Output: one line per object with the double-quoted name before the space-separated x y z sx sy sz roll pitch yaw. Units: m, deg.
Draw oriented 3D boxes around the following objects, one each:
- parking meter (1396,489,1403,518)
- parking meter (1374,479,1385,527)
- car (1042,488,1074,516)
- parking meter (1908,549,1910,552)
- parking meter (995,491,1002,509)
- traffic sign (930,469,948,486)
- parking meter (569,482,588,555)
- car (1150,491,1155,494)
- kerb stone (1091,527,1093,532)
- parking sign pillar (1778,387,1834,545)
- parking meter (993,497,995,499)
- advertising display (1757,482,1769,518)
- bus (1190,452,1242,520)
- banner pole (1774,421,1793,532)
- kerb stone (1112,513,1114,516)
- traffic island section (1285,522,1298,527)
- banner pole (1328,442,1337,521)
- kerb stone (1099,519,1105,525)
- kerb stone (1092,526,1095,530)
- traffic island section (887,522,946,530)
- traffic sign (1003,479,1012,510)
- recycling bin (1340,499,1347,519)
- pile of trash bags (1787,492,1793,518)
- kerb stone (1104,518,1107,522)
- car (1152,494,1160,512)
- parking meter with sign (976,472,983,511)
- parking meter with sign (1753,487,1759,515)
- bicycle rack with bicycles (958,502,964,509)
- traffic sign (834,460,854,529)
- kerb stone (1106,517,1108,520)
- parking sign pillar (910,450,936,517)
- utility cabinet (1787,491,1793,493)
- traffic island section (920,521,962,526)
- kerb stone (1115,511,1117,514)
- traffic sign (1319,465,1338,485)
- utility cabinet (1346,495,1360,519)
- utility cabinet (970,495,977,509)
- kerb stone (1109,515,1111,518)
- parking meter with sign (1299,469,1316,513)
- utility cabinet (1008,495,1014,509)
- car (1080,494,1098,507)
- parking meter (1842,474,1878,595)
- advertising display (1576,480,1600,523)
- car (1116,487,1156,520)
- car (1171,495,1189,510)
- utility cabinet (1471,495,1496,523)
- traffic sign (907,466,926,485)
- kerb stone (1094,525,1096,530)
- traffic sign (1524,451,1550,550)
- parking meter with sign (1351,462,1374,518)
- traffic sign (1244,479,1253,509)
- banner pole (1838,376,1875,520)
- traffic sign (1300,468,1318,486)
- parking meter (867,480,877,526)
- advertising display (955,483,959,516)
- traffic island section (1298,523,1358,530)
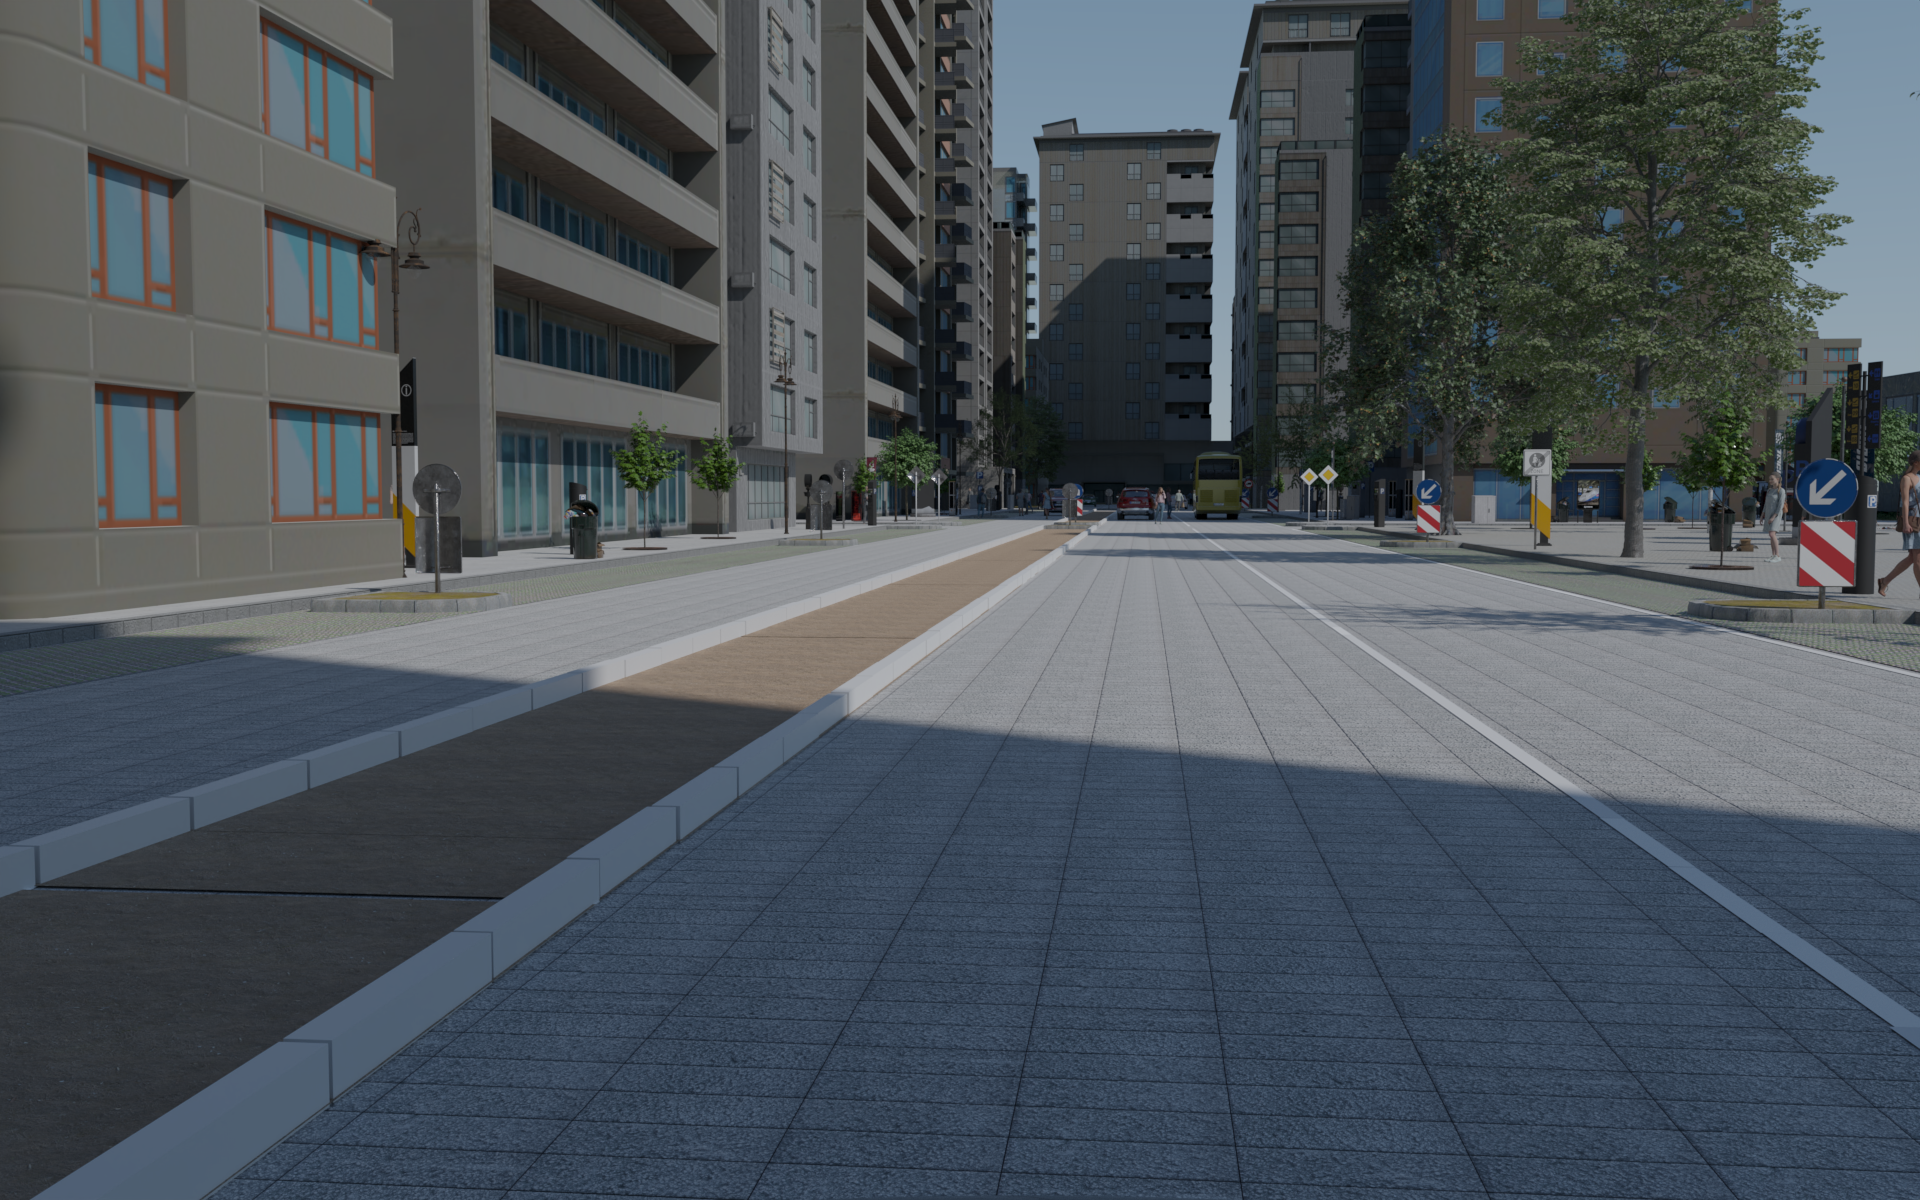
"parking meter" 23.240 -5.088 91.606 0.372 1.533 0.369 0 3 0
"parking meter" 16.187 -3.739 66.838 0.399 1.863 0.255 -2 4 -31
"car" 6.599 -6.497 114.897 2.281 1.827 5.304 0 4 4
"parking meter" 21.031 -1.809 37.991 0.372 1.533 0.369 0 3 0
"parking meter" 3.346 -8.422 146.108 0.372 1.533 0.369 0 3 0
"traffic sign" -0.979 -4.709 79.177 0.795 2.593 0.064 0 4 6
"parking meter" -8.091 -1.732 36.721 0.372 1.533 0.369 0 3 0
"car" 22.201 -11.976 204.474 2.281 1.827 5.304 0 4 6
"kerb stone" 4.643 -2.475 62.663 0.120 0.150 1.000 0 4 6
"parking sign pillar" 21.436 -3.369 43.556 1.447 3.967 1.447 -3 5 -43
"parking meter" 3.099 -8.931 154.429 0.372 1.533 0.369 0 3 0
"advertising display" 42.928 -5.349 92.670 0.974 1.923 0.123 -3 4 -37
"bus" 14.819 -6.649 100.253 2.896 3.916 12.252 0 4 7
"banner pole" 28.038 -4.226 59.106 0.863 3.779 0.401 -2 4 -28
"kerb stone" 9.009 -5.001 103.964 0.120 0.150 1.000 0 4 6
"traffic island section" 15.646 -3.377 77.490 2.009 0.180 2.903 0 4 6
"banner pole" 17.850 -5.688 83.013 0.401 3.779 0.863 1 4 20
"kerb stone" 6.535 -3.568 80.527 0.120 0.150 1.000 0 4 6
"kerb stone" 4.866 -2.599 64.696 0.120 0.150 1.000 0 4 6
"traffic island section" -1.841 -2.998 71.305 2.009 0.180 2.903 0 4 6
"traffic sign" 3.898 -8.660 141.699 0.768 2.556 0.104 1 4 12
"recycling bin" 20.309 -4.771 90.557 0.722 1.027 0.722 0 4 -2
"pile of trash bags" 50.664 -5.712 103.136 1.912 1.369 3.447 0 4 -6
"kerb stone" 6.974 -3.816 84.613 0.120 0.150 1.000 0 4 6
"car" 15.677 -7.925 141.581 2.014 1.417 4.499 0 4 8
"parking meter with sign" 1.537 -8.418 133.898 0.543 3.016 1.738 0 3 0
"parking meter with sign" 49.530 -6.796 107.380 0.543 3.016 1.738 -2 4 -24
"bicycle rack with bicycles" -1.335 -8.539 153.001 2.852 0.926 2.925 -2 4 -32
"traffic sign" -4.300 -3.904 63.935 0.768 2.556 0.104 1 4 11
"kerb stone" 7.285 -4.004 87.666 0.120 0.150 1.000 0 4 6
"parking sign pillar" -2.079 -6.637 96.995 1.447 3.967 1.447 -3 5 -40
"utility cabinet" 55.880 -6.578 116.228 1.173 1.500 0.318 2 4 30
"traffic island section" -1.003 -3.484 79.246 2.009 0.180 2.903 0 4 6
"kerb stone" 10.083 -5.624 114.152 0.120 0.150 1.000 0 4 6
"traffic sign" 14.783 -4.115 69.469 0.795 2.593 0.064 0 4 6
"utility cabinet" 20.229 -4.773 89.200 0.306 1.237 1.020 -1 4 -10
"utility cabinet" 1.367 -8.385 148.253 1.020 1.237 0.306 2 4 28
"kerb stone" 8.146 -4.502 95.809 0.120 0.150 1.000 0 4 6
"parking meter with sign" 24.141 -7.564 119.940 0.543 3.016 1.738 -1 4 -19
"utility cabinet" 4.206 -8.154 144.471 0.306 1.237 1.020 1 4 18
"car" 14.617 -11.334 197.116 2.131 1.459 4.920 0 4 5
"parking meter" 11.559 -0.847 22.251 0.372 1.533 0.369 0 3 0
"advertising display" 27.945 -4.394 77.054 0.974 1.923 0.123 0 4 6
"car" 9.880 -5.405 97.037 2.281 1.827 5.304 0 4 7
"car" 20.338 -9.135 161.726 2.083 1.381 4.827 0 4 8
"utility cabinet" 23.102 -3.991 76.417 1.020 1.237 0.306 -1 4 -14
"traffic sign" -1.817 -4.223 71.236 0.795 2.593 0.064 0 4 6
"kerb stone" 5.081 -2.723 66.742 0.120 0.150 1.000 0 4 6
"traffic sign" 13.297 -2.315 39.978 0.606 2.300 0.079 1 4 9
"parking meter with sign" 21.534 -5.952 93.573 0.543 3.016 1.738 -2 4 -32
"traffic sign" 24.980 -9.162 149.899 0.768 2.556 0.104 1 4 12
"banner pole" 18.992 -2.862 36.805 0.863 3.779 0.401 3 4 37
"traffic sign" 15.622 -4.601 77.410 0.795 2.593 0.064 0 4 6
"parking meter" -3.550 -3.929 69.954 0.255 1.863 0.399 2 4 24
"advertising display" -0.210 -6.022 103.676 0.123 1.923 0.974 0 4 7
"traffic island section" 14.807 -2.891 69.549 2.009 0.180 2.903 0 4 6
